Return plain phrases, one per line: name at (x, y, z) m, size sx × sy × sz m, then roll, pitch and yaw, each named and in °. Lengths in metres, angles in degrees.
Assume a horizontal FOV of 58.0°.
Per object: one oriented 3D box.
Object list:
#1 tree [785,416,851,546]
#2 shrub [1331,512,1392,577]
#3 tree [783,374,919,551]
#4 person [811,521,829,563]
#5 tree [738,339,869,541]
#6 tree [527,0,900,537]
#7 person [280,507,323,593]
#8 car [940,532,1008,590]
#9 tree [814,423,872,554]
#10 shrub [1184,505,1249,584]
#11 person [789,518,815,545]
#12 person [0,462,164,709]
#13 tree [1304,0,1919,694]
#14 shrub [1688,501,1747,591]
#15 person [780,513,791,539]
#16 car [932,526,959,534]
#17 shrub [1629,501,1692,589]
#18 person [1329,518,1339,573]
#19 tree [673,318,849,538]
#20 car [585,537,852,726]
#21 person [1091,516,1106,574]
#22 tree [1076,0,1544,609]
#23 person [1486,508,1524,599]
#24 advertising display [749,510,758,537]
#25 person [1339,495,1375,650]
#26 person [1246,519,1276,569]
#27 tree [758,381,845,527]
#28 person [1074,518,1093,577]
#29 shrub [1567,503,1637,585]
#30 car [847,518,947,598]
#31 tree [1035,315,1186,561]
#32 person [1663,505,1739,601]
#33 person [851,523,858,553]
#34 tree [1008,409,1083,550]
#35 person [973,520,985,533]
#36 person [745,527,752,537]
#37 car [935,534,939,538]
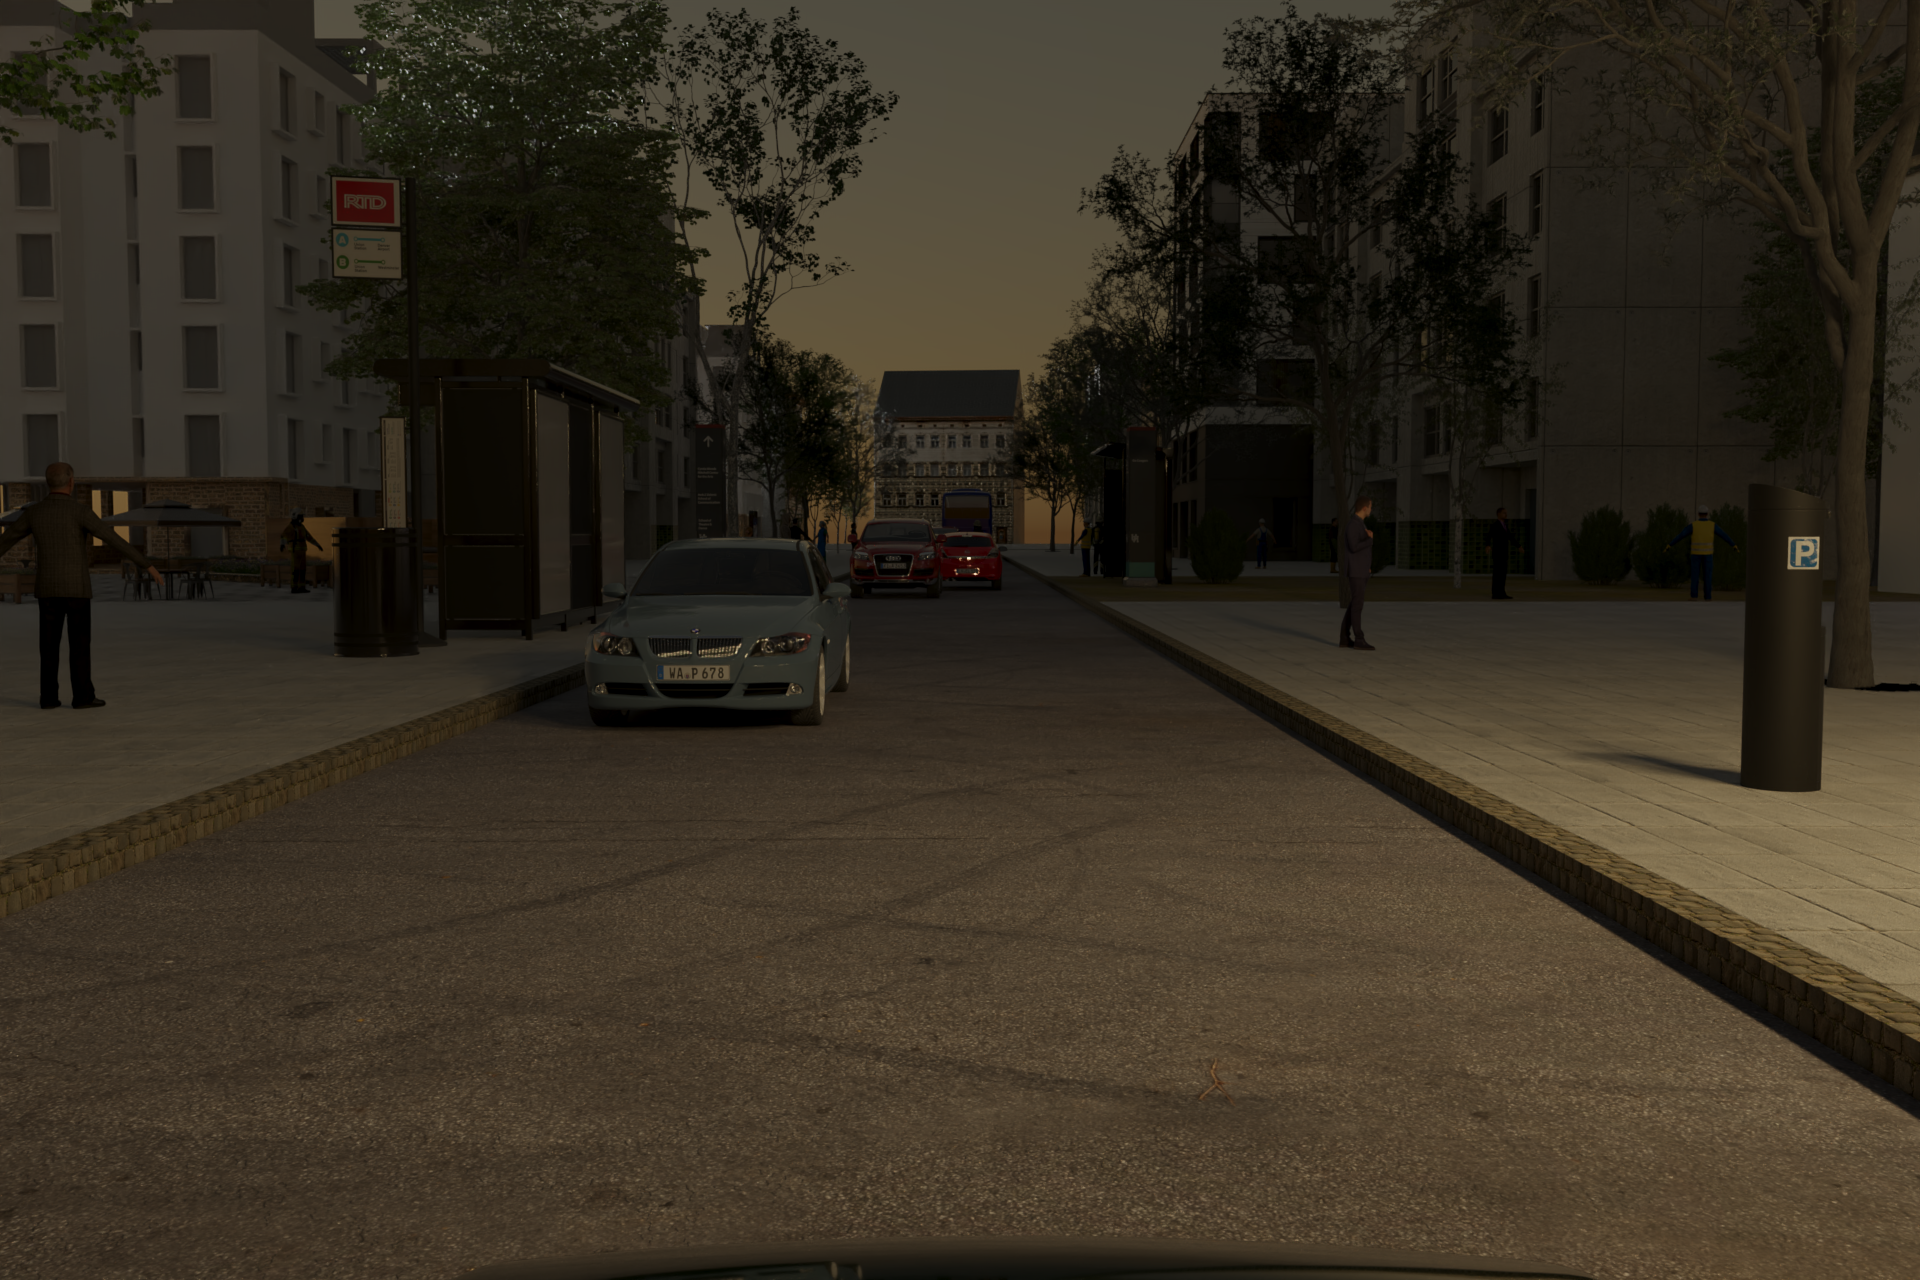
tree at (-8.528, -9.262, 101.798) m, size 4.737 × 8.622 × 4.395 m, roll 0°, pitch 3°, yaw 0°
shrub at (11.813, -2.868, 50.929) m, size 1.661 × 2.075 × 1.752 m, roll 0°, pitch 3°, yaw 0°
tree at (-7.917, -13.459, 130.417) m, size 12.009 × 13.543 × 11.850 m, roll 0°, pitch 3°, yaw 0°
person at (-5.524, -3.849, 69.066) m, size 0.704 × 1.817 × 1.347 m, roll -2°, pitch 4°, yaw -33°
tree at (-8.319, -10.200, 92.523) m, size 9.928 × 11.665 × 9.643 m, roll 0°, pitch 3°, yaw 0°
tree at (-8.843, -12.525, 60.673) m, size 12.611 × 20.169 × 13.585 m, roll 0°, pitch 3°, yaw 0°
person at (-14.336, -1.945, 37.566) m, size 0.705 × 1.858 × 1.354 m, roll 1°, pitch 4°, yaw 17°
car at (0.185, -2.229, 45.486) m, size 2.155 × 1.783 × 4.494 m, roll 0°, pitch 4°, yaw 0°
tree at (-7.970, -10.019, 114.177) m, size 4.737 × 8.622 × 4.395 m, roll 0°, pitch 3°, yaw 0°
shrub at (6.613, -2.457, 44.592) m, size 1.690 × 2.028 × 1.600 m, roll 0°, pitch 3°, yaw 0°
person at (-5.584, -3.237, 58.866) m, size 1.347 × 1.837 × 0.705 m, roll 1°, pitch 4°, yaw 20°
person at (-6.588, -0.402, 12.759) m, size 1.348 × 1.807 × 0.705 m, roll 0°, pitch 4°, yaw -2°
tree at (7.404, -6.352, 14.218) m, size 12.009 × 13.543 × 11.850 m, roll 0°, pitch 3°, yaw 0°
shrub at (17.291, -2.114, 38.980) m, size 1.690 × 2.028 × 1.600 m, roll 0°, pitch 3°, yaw 0°
person at (-4.374, -2.305, 43.811) m, size 0.705 × 1.813 × 1.348 m, roll -1°, pitch 4°, yaw -9°
car at (-0.842, -4.608, 84.009) m, size 2.281 × 1.827 × 5.304 m, roll 0°, pitch 4°, yaw 0°
shrub at (16.724, -2.263, 41.036) m, size 1.661 × 2.075 × 1.752 m, roll 0°, pitch 3°, yaw 0°
person at (12.314, -3.102, 56.855) m, size 0.704 × 1.812 × 1.346 m, roll 1°, pitch 4°, yaw 19°
tree at (-8.200, -8.560, 74.364) m, size 7.601 × 10.594 × 8.767 m, roll 1°, pitch 4°, yaw 16°
car at (-1.882, -0.152, 14.480) m, size 2.014 × 1.417 × 4.499 m, roll 0°, pitch 4°, yaw 0°
person at (4.443, -3.015, 55.069) m, size 1.354 × 1.856 × 0.705 m, roll 2°, pitch 4°, yaw 27°
tree at (6.509, -5.840, 29.891) m, size 8.767 × 10.594 × 7.601 m, roll -3°, pitch 5°, yaw -39°
person at (10.682, -1.708, 34.143) m, size 1.346 × 1.802 × 0.704 m, roll -3°, pitch 5°, yaw -43°
advertising display at (-5.693, -2.602, 47.757) m, size 0.123 × 1.923 × 0.974 m, roll 0°, pitch 4°, yaw 1°
person at (4.444, -0.755, 19.311) m, size 0.530 × 1.710 × 0.541 m, roll 2°, pitch 4°, yaw 33°
person at (11.127, -3.552, 63.928) m, size 1.347 × 1.847 × 0.705 m, roll -1°, pitch 4°, yaw -21°
tree at (-7.939, -8.173, 83.992) m, size 4.737 × 8.622 × 4.395 m, roll 0°, pitch 3°, yaw 0°
person at (3.715, -2.784, 51.983) m, size 0.721 × 1.772 × 1.216 m, roll 2°, pitch 4°, yaw 27°
shrub at (16.176, -2.417, 43.560) m, size 1.661 × 2.075 × 1.752 m, roll 0°, pitch 3°, yaw 0°
car at (-1.436, -1.935, 40.317) m, size 2.281 × 1.827 × 5.304 m, roll 0°, pitch 4°, yaw 0°
tree at (7.106, -9.546, 81.835) m, size 9.928 × 11.665 × 9.643 m, roll 0°, pitch 3°, yaw 0°
person at (14.202, -1.663, 33.161) m, size 1.349 × 1.833 × 0.705 m, roll 1°, pitch 4°, yaw 16°
person at (-4.331, -3.997, 72.078) m, size 0.721 × 1.740 × 1.216 m, roll 0°, pitch 4°, yaw -8°
tree at (7.481, -12.944, 137.386) m, size 9.928 × 11.665 × 9.643 m, roll 0°, pitch 3°, yaw 0°
person at (0.519, -2.713, 52.600) m, size 1.354 × 1.856 × 0.705 m, roll -2°, pitch 4°, yaw -30°
person at (-4.333, -1.624, 35.820) m, size 0.991 × 1.433 × 0.599 m, roll 1°, pitch 4°, yaw 15°
car at (-1.230, -3.537, 68.054) m, size 2.015 × 1.641 × 3.980 m, roll 0°, pitch 4°, yaw 0°
